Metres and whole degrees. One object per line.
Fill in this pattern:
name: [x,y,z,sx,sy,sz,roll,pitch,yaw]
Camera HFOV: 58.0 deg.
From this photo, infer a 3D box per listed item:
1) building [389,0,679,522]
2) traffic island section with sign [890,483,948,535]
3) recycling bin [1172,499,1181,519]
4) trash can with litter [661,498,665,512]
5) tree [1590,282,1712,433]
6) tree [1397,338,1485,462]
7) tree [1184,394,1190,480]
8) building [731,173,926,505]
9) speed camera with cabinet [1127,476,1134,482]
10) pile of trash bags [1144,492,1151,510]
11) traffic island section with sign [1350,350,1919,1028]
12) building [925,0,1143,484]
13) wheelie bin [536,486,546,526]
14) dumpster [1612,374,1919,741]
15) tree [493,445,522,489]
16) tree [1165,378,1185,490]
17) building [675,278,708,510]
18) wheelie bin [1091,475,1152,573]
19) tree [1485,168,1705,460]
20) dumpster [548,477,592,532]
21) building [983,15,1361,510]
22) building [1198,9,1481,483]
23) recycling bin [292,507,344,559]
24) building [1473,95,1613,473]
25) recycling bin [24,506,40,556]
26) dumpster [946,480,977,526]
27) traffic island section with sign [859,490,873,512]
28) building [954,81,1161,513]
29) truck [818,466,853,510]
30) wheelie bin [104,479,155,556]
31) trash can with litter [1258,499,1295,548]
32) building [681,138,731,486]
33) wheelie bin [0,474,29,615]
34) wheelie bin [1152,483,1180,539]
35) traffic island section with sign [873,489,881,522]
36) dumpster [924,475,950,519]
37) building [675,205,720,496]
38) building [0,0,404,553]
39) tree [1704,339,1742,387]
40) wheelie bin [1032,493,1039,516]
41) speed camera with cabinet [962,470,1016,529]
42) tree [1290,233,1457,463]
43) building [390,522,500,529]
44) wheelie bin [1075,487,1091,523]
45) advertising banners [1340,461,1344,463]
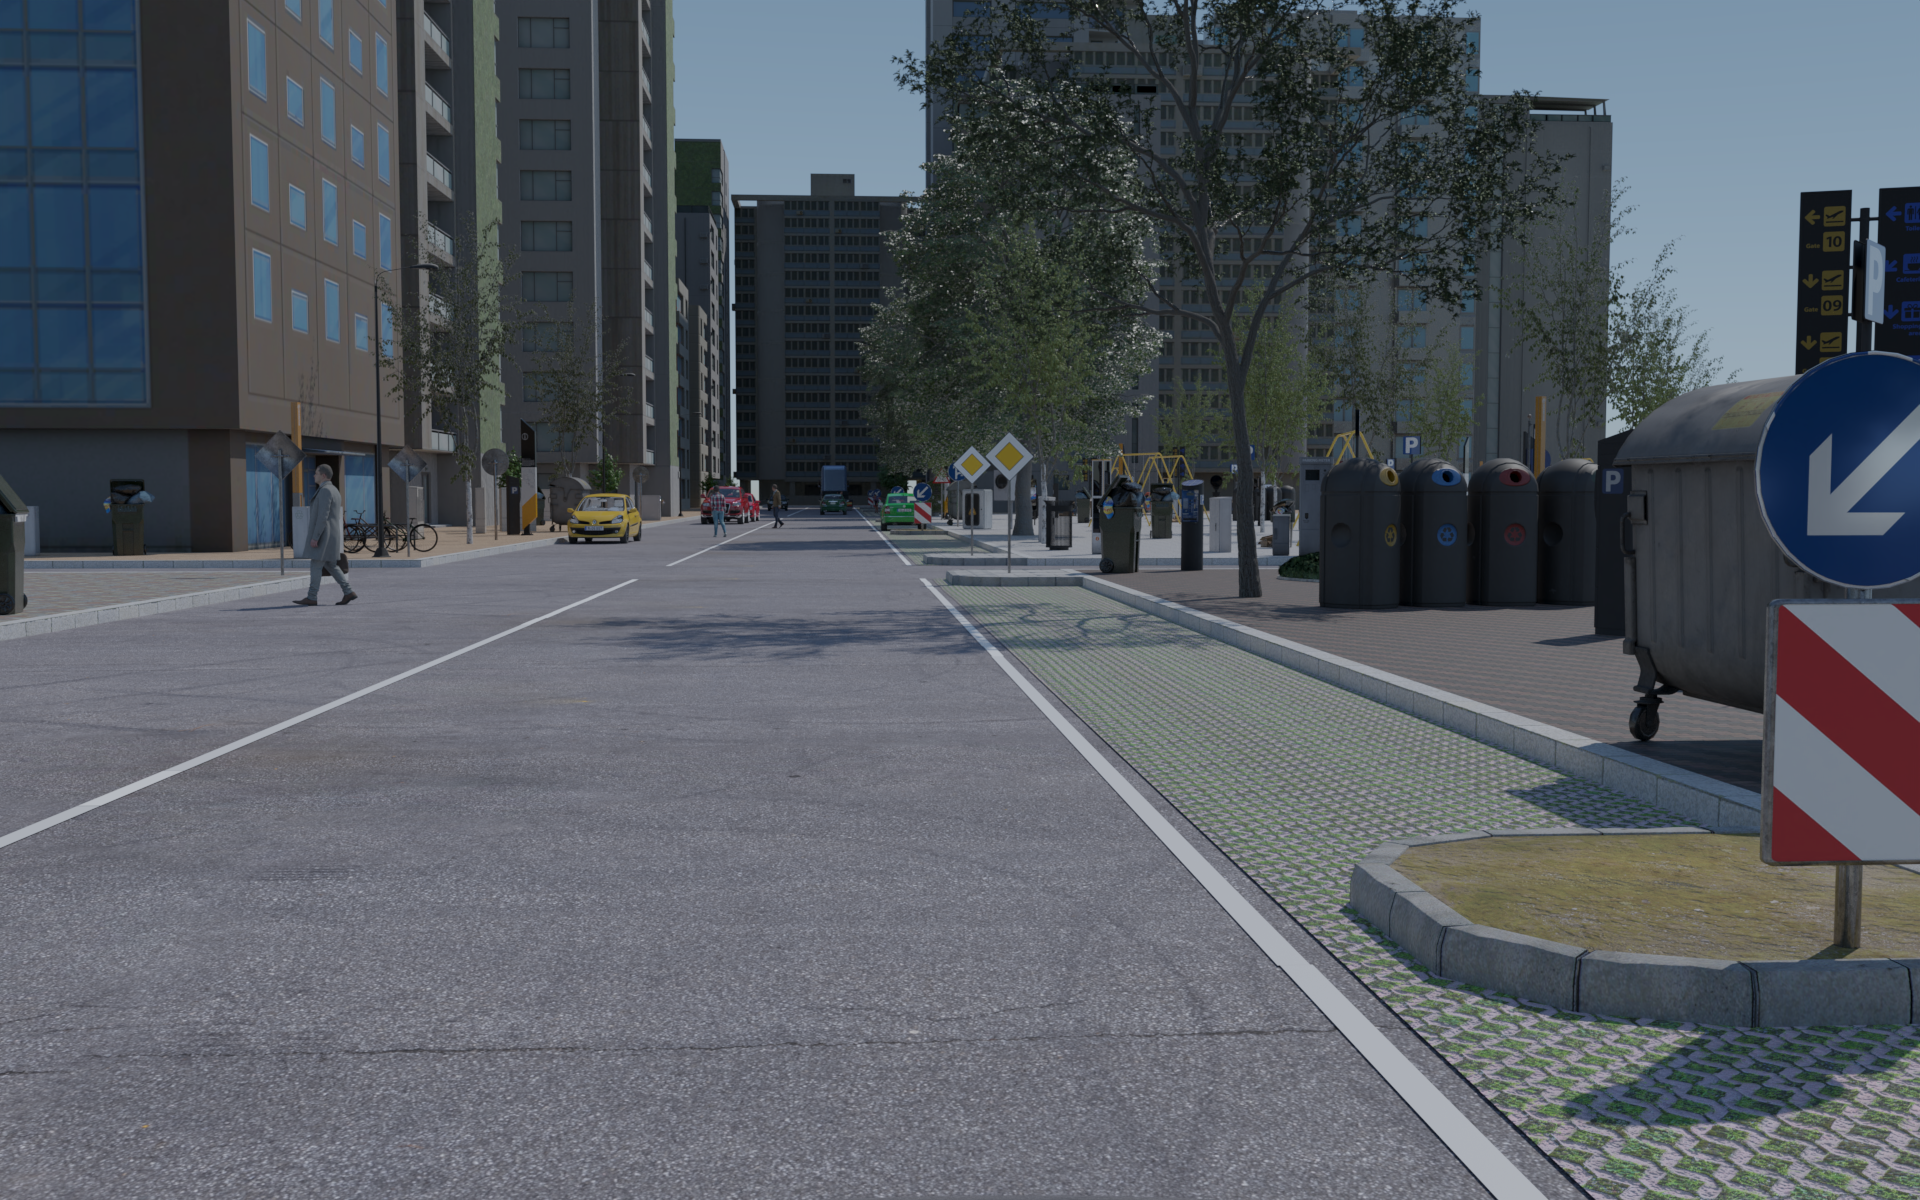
building: [-23.083,-25.078,93.614,14.154,41.232,14.086,0,4,-4]
traffic island section with sign: [-1.466,-3.216,61.204,1.989,1.847,2.006,0,4,-4]
recycling bin: [10.429,-4.375,84.091,0.722,1.027,0.722,0,4,-7]
trash can with litter: [-15.021,-4.547,85.732,0.624,1.170,1.055,0,4,2]
tree: [24.110,-6.772,61.084,4.737,8.622,4.395,0,3,0]
tree: [22.936,-8.078,82.432,4.737,8.622,4.395,0,3,0]
tree: [15.175,-8.701,92.623,4.737,8.622,4.395,0,3,0]
building: [-15.608,-31.856,212.723,23.993,40.220,32.217,0,4,-4]
speed camera with cabinet: [7.970,-5.788,88.965,2.038,3.252,0.660,-2,4,-33]
pile of trash bags: [10.602,-4.781,87.928,1.912,1.369,3.447,-3,4,-38]
traffic island section with sign: [2.369,0.186,5.580,1.989,1.847,2.006,0,4,-4]
building: [7.098,-38.398,169.813,21.231,58.520,28.212,0,4,-4]
wheelie bin: [-17.276,-3.822,70.392,0.980,1.594,0.693,2,4,34]
dumpster: [4.111,-0.155,8.288,1.264,1.857,1.865,0,4,-4]
tree: [-17.466,-4.504,68.248,1.663,3.219,1.824,0,3,0]
tree: [13.785,-9.449,104.848,4.737,8.622,4.395,0,3,0]
building: [-37.230,-18.786,152.192,27.650,21.520,28.899,0,4,-4]
wheelie bin: [2.647,-1.247,28.294,0.693,1.594,0.980,1,4,19]
tree: [14.308,-5.483,40.003,4.360,8.622,3.978,0,3,0]
dumpster: [-13.339,-3.268,59.188,1.264,1.857,1.865,0,4,-4]
building: [14.237,-27.698,144.746,32.217,40.220,23.993,0,4,-4]
building: [36.075,-33.953,174.746,30.456,49.044,23.786,0,4,-4]
recycling bin: [-12.842,-1.352,34.651,0.722,1.027,0.722,1,4,11]
building: [58.184,-30.433,181.173,14.086,41.232,14.154,0,4,-4]
recycling bin: [-19.498,-1.424,35.837,0.722,1.027,0.722,-1,4,-21]
dumpster: [0.098,-3.982,70.860,1.264,1.857,1.865,0,4,-4]
traffic island section with sign: [-8.561,-9.540,164.607,1.989,1.847,2.006,0,4,-4]
building: [6.424,-21.621,125.207,14.160,30.474,14.107,0,4,-4]
truck: [-11.348,-10.309,158.309,2.967,4.110,18.799,0,4,-6]
wheelie bin: [-17.338,-1.728,36.164,0.980,1.594,0.693,-2,4,-23]
trash can with litter: [7.525,-1.837,41.427,0.624,1.170,1.055,-2,4,-30]
building: [-34.152,-31.710,202.058,14.086,41.232,14.154,0,4,-4]
wheelie bin: [-10.381,-0.647,18.489,0.693,1.594,0.980,-1,4,-17]
wheelie bin: [5.834,-2.566,49.869,0.980,1.594,0.693,0,4,3]
traffic island section with sign: [-3.305,-4.860,88.096,1.989,1.847,2.006,0,4,-4]
dumpster: [-1.262,-5.278,88.790,1.502,2.255,1.985,0,4,-4]
building: [-31.554,-24.655,174.811,14.107,30.474,14.160,0,4,-4]
building: [-22.962,-24.022,42.873,14.600,45.320,14.200,0,4,-4]
tree: [27.484,-7.123,66.825,4.360,8.622,3.978,0,3,0]
wheelie bin: [4.278,-5.669,100.598,0.693,1.594,0.980,0,4,-4]
speed camera with cabinet: [1.071,-4.208,63.141,2.038,3.252,0.660,2,4,34]
tree: [11.361,-6.001,48.477,4.360,8.622,3.978,0,3,0]
building: [-25.763,-23.325,64.960,14.154,41.232,14.086,0,4,-4]
wheelie bin: [5.464,-4.198,76.549,0.693,1.594,0.980,1,4,11]
advertising banners: [20.375,-5.772,90.568,0.090,3.025,2.074,-1,4,-18]
